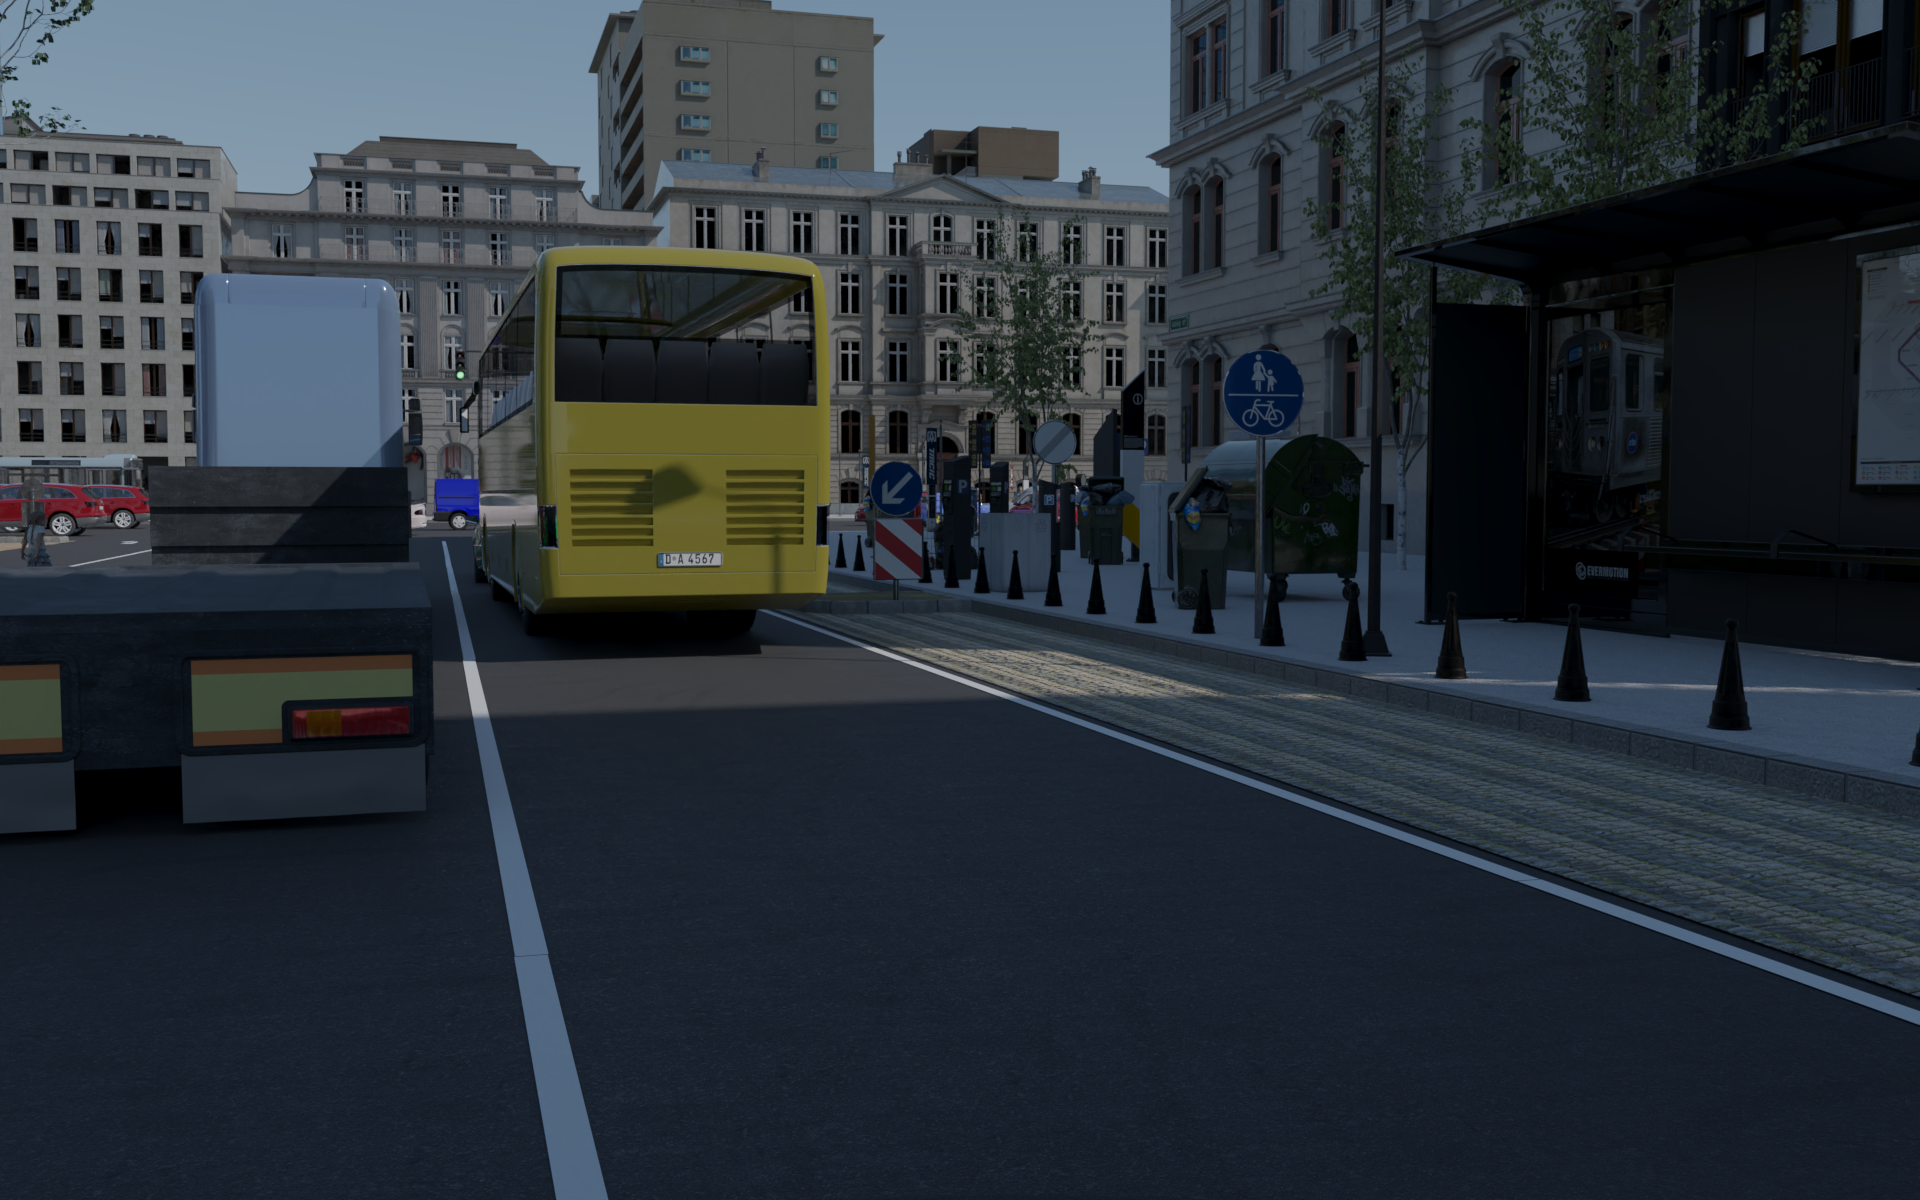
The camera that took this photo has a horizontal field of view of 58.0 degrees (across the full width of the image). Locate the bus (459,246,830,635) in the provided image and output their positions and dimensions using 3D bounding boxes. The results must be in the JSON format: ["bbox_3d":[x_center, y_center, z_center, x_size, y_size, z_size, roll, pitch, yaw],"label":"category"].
[{"bbox_3d":[-4.214,-1.777,20.595,2.896,3.916,12.252,-1,4,-18],"label":"bus"}]

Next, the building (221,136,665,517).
[{"bbox_3d":[-30.461,-16.026,103.822,24.055,21.916,13.314,-1,4,-17],"label":"building"}]

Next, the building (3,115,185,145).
[{"bbox_3d":[-122.434,-40.443,250.482,27.495,52.752,28.713,-1,4,-17],"label":"building"}]

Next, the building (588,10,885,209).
[{"bbox_3d":[-25.051,-36.850,191.742,28.713,52.752,27.495,-1,4,-17],"label":"building"}]

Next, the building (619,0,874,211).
[{"bbox_3d":[-20.889,-33.261,167.526,21.300,48.544,21.600,-1,4,-17],"label":"building"}]

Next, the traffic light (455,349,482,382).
[{"bbox_3d":[-13.575,-4.924,55.182,4.771,5.953,1.251,-1,4,-17],"label":"traffic light"}]

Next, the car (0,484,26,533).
[{"bbox_3d":[-36.675,-3.407,64.377,5.304,1.827,2.281,-1,4,-16],"label":"car"}]

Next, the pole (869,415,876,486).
[{"bbox_3d":[-2.261,-3.108,44.657,0.158,3.312,0.155,0,3,0],"label":"pole"}]

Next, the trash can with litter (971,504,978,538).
[{"bbox_3d":[0.439,-2.432,51.145,1.055,1.170,0.624,0,4,2],"label":"trash can with litter"}]

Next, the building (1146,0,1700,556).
[{"bbox_3d":[14.902,-15.417,39.454,14.401,28.519,23.554,-1,4,-17],"label":"building"}]

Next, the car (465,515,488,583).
[{"bbox_3d":[-7.363,-1.089,29.605,2.131,1.459,4.920,-1,4,-15],"label":"car"}]

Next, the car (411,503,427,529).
[{"bbox_3d":[-20.925,-2.899,59.767,4.827,1.381,2.083,-1,4,-18],"label":"car"}]

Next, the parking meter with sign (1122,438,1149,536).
[{"bbox_3d":[5.325,-3.512,53.684,0.543,3.016,1.738,2,4,24],"label":"parking meter with sign"}]

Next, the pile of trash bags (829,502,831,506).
[{"bbox_3d":[-10.971,-8.506,148.823,1.912,1.369,3.447,-3,4,-39],"label":"pile of trash bags"}]

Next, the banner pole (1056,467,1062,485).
[{"bbox_3d":[6.899,-8.426,127.780,0.863,3.779,0.401,-3,5,-44],"label":"banner pole"}]

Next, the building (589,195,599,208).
[{"bbox_3d":[-43.631,-39.854,271.227,30.456,49.044,23.786,-1,4,-17],"label":"building"}]

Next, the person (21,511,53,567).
[{"bbox_3d":[-12.290,-0.577,22.954,0.505,1.210,0.382,1,4,20],"label":"person"}]

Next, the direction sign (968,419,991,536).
[{"bbox_3d":[0.599,-3.724,52.892,0.876,3.537,0.379,3,5,40],"label":"direction sign"}]

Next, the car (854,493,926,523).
[{"bbox_3d":[-2.606,-4.274,78.927,4.494,1.783,2.155,-1,4,-15],"label":"car"}]

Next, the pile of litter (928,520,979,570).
[{"bbox_3d":[-0.370,-0.959,29.652,1.719,0.858,1.176,0,4,-7],"label":"pile of litter"}]

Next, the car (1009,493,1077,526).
[{"bbox_3d":[3.344,-3.778,70.805,2.155,1.783,4.494,-1,4,-17],"label":"car"}]

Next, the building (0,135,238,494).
[{"bbox_3d":[-49.527,-14.771,96.259,16.860,20.320,10.420,-1,4,-17],"label":"building"}]

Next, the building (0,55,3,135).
[{"bbox_3d":[-149.508,-56.593,237.970,31.000,86.520,22.319,-1,4,-17],"label":"building"}]

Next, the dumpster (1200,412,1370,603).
[{"bbox_3d":[3.930,-1.149,21.281,1.502,2.255,1.985,-1,4,-17],"label":"dumpster"}]

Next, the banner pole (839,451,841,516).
[{"bbox_3d":[-6.967,-6.758,100.502,0.401,3.779,0.863,0,4,-3],"label":"banner pole"}]

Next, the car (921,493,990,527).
[{"bbox_3d":[0.034,-4.001,75.004,3.694,1.707,1.945,-1,4,-16],"label":"car"}]

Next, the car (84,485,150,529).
[{"bbox_3d":[-35.817,-3.814,71.035,5.304,1.827,2.281,-1,4,-17],"label":"car"}]

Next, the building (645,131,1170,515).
[{"bbox_3d":[-2.690,-18.022,113.740,34.723,24.649,14.460,-1,4,-17],"label":"building"}]

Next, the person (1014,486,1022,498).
[{"bbox_3d":[2.942,-4.603,83.772,0.660,1.820,0.620,-1,4,-14],"label":"person"}]

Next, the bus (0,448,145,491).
[{"bbox_3d":[-40.832,-4.790,73.183,13.247,3.499,2.948,-1,4,-16],"label":"bus"}]

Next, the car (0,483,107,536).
[{"bbox_3d":[-31.829,-3.053,58.597,5.304,1.827,2.281,-1,4,-16],"label":"car"}]

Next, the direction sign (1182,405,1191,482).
[{"bbox_3d":[5.793,-3.206,44.412,0.379,3.537,0.876,0,4,-6],"label":"direction sign"}]

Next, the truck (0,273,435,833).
[{"bbox_3d":[-6.349,-1.601,15.932,2.967,4.110,18.799,-1,4,-18],"label":"truck"}]

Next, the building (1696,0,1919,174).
[{"bbox_3d":[27.502,-13.470,49.911,15.834,23.373,12.332,-1,4,-17],"label":"building"}]

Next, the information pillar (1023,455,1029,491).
[{"bbox_3d":[3.924,-6.838,103.160,0.183,3.616,0.504,3,5,39],"label":"information pillar"}]

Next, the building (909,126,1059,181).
[{"bbox_3d":[2.585,-34.064,207.056,14.200,45.320,14.600,-1,4,-17],"label":"building"}]

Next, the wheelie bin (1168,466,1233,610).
[{"bbox_3d":[2.712,-0.707,19.467,0.693,1.594,0.980,0,4,1],"label":"wheelie bin"}]

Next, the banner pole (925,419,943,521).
[{"bbox_3d":[-0.813,-4.129,57.524,0.863,3.779,0.401,-3,5,-40],"label":"banner pole"}]

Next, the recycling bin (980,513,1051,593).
[{"bbox_3d":[0.728,-0.634,22.912,0.722,1.027,0.722,-2,4,-27],"label":"recycling bin"}]

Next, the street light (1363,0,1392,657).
[{"bbox_3d":[2.774,-2.503,13.468,1.470,5.913,1.316,-1,4,-17],"label":"street light"}]

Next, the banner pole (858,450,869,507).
[{"bbox_3d":[-5.430,-6.583,97.653,0.863,3.779,0.401,0,4,-7],"label":"banner pole"}]

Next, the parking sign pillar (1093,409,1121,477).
[{"bbox_3d":[4.742,-4.087,55.290,1.447,3.967,1.447,-2,4,-25],"label":"parking sign pillar"}]
